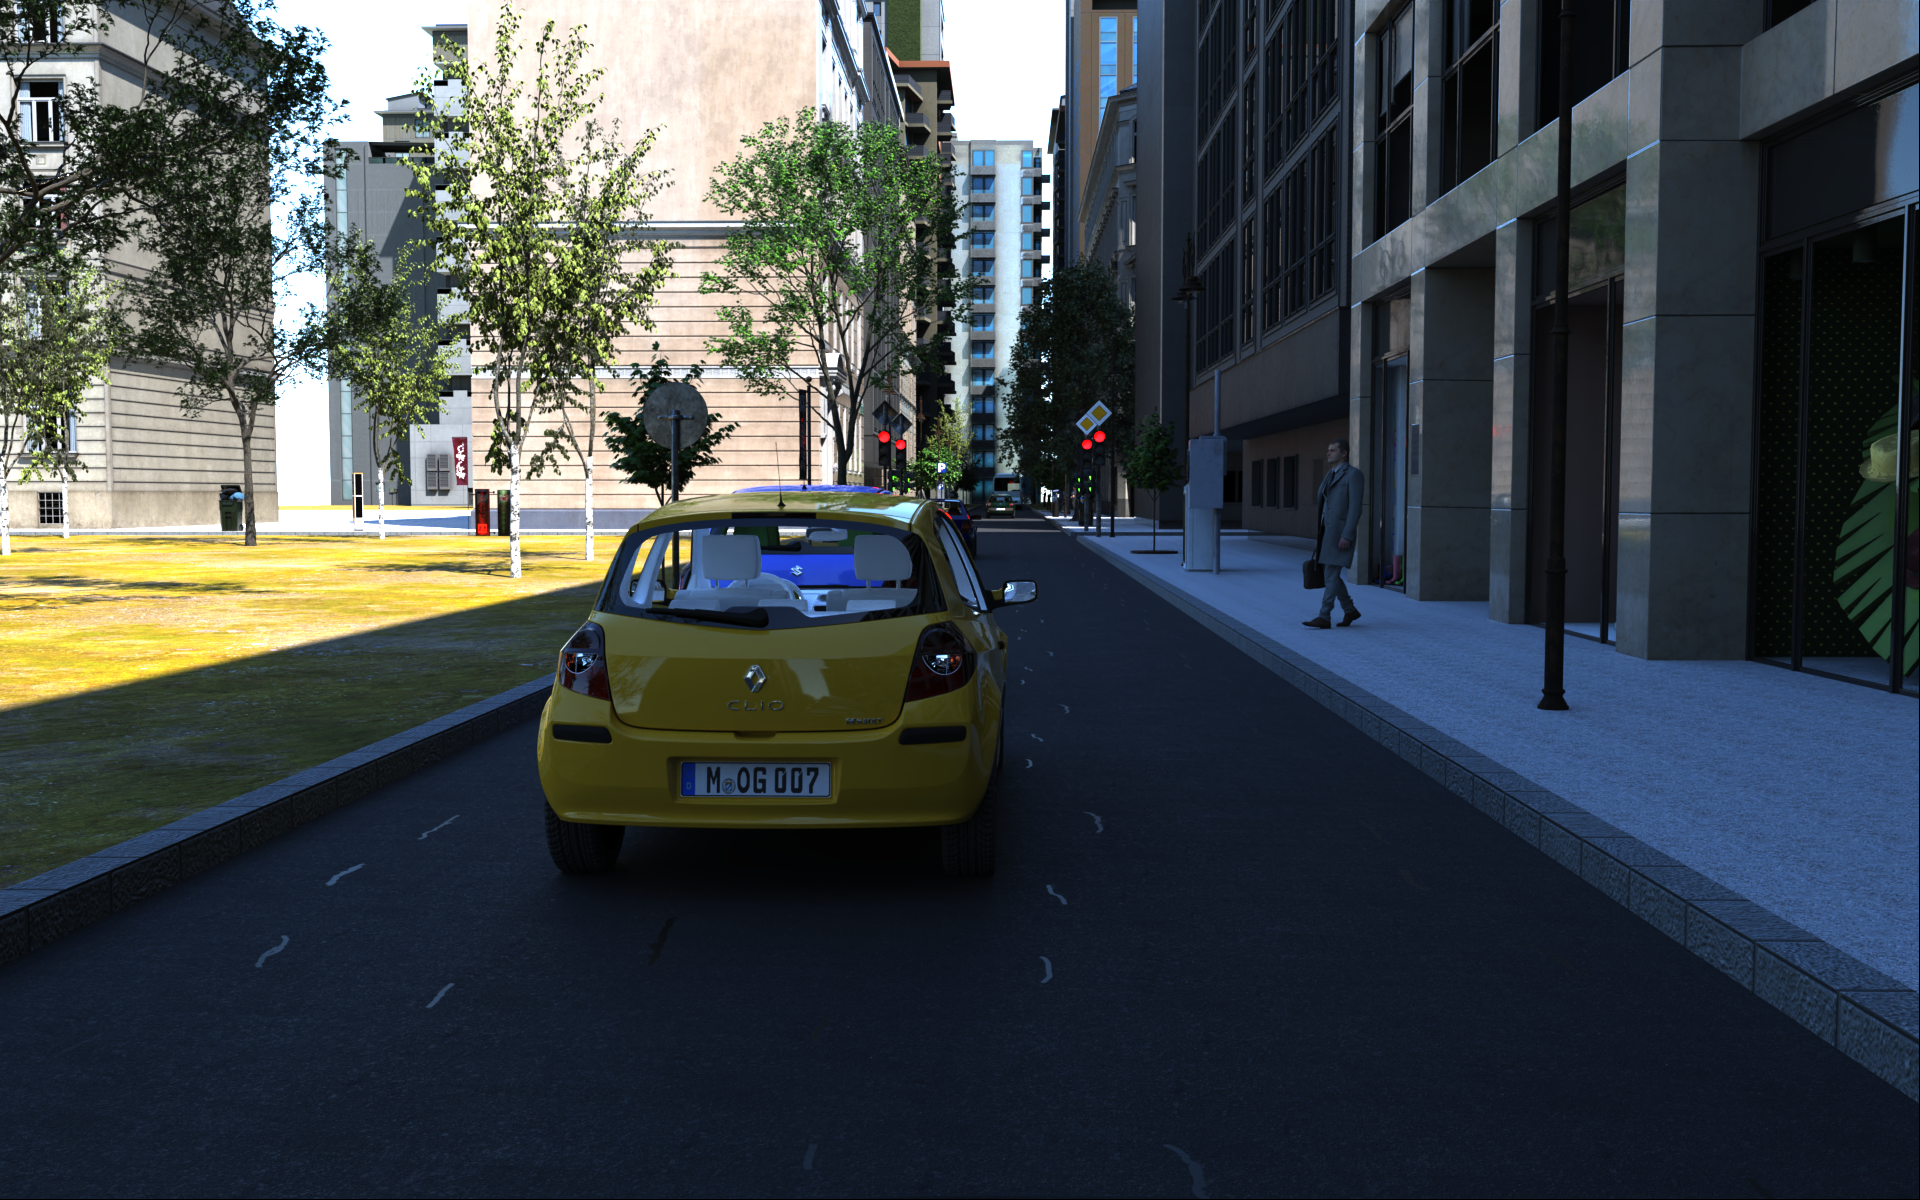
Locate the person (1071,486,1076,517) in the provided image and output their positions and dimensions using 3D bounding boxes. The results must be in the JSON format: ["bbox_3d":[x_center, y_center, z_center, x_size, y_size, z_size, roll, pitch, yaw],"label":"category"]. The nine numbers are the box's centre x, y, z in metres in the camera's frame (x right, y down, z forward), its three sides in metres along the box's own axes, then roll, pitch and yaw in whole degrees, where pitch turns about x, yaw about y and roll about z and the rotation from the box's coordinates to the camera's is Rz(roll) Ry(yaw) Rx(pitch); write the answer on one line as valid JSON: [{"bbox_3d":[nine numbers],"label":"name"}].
[{"bbox_3d":[6.425,-5.585,97.550,0.606,1.804,0.583,3,5,44],"label":"person"}]

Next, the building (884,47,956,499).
[{"bbox_3d":[-11.646,-31.714,173.156,22.147,44.769,28.867,0,4,2],"label":"building"}]

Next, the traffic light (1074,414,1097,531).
[{"bbox_3d":[4.346,-4.330,59.724,0.839,4.253,0.868,0,4,2],"label":"traffic light"}]

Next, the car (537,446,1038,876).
[{"bbox_3d":[-0.644,0.139,7.955,2.015,1.641,3.980,0,4,2],"label":"car"}]

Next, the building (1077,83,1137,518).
[{"bbox_3d":[16.938,-20.537,112.201,17.030,29.872,44.131,0,4,2],"label":"building"}]

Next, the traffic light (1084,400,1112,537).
[{"bbox_3d":[4.130,-3.842,51.741,0.839,4.253,0.868,0,4,2],"label":"traffic light"}]

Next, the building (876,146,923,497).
[{"bbox_3d":[-9.251,-19.622,118.079,12.463,27.353,25.104,0,4,2],"label":"building"}]

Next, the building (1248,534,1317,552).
[{"bbox_3d":[13.166,-14.852,36.331,14.314,27.812,24.014,0,4,2],"label":"building"}]

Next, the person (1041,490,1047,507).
[{"bbox_3d":[8.222,-10.019,170.649,0.742,1.727,0.445,2,4,31],"label":"person"}]

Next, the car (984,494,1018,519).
[{"bbox_3d":[2.394,-5.652,102.200,2.009,1.686,4.222,0,4,1],"label":"car"}]

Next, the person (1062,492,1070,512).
[{"bbox_3d":[7.390,-6.988,120.973,0.731,1.740,0.598,-2,4,-25],"label":"person"}]

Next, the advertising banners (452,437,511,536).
[{"bbox_3d":[-14.563,-3.466,52.863,2.074,3.025,0.090,1,4,16],"label":"advertising banners"}]

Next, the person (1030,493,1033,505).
[{"bbox_3d":[8.386,-11.885,203.620,0.557,1.426,1.065,-1,4,-9],"label":"person"}]

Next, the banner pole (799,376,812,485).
[{"bbox_3d":[-3.266,-2.852,36.655,0.401,3.779,0.863,1,4,15],"label":"banner pole"}]

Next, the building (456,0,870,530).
[{"bbox_3d":[-10.903,-17.444,71.111,13.634,28.700,20.117,0,4,2],"label":"building"}]

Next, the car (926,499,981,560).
[{"bbox_3d":[-0.494,-1.630,39.232,1.945,1.354,3.894,0,4,1],"label":"car"}]

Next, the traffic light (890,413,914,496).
[{"bbox_3d":[-2.013,-4.340,59.879,0.839,4.253,0.868,0,4,2],"label":"traffic light"}]

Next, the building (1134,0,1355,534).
[{"bbox_3d":[19.294,-16.756,67.474,24.014,27.812,14.314,0,4,2],"label":"building"}]

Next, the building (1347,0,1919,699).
[{"bbox_3d":[14.762,-12.391,7.116,19.350,26.468,34.151,0,4,2],"label":"building"}]

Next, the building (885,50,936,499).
[{"bbox_3d":[-17.727,-27.840,147.068,32.217,40.220,23.993,0,4,2],"label":"building"}]

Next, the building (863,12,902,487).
[{"bbox_3d":[-10.919,-18.354,93.587,14.314,27.812,24.014,0,4,2],"label":"building"}]

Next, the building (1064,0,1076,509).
[{"bbox_3d":[20.440,-38.054,164.178,21.231,58.520,28.212,0,4,2],"label":"building"}]

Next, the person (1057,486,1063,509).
[{"bbox_3d":[6.277,-6.417,111.307,0.623,1.781,0.721,-1,4,-17],"label":"person"}]

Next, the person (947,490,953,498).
[{"bbox_3d":[-0.806,-8.532,145.558,0.705,1.822,1.348,-1,4,-20],"label":"person"}]

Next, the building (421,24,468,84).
[{"bbox_3d":[-44.091,-37.086,195.589,27.495,52.752,28.713,0,4,2],"label":"building"}]

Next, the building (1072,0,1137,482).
[{"bbox_3d":[16.508,-30.149,143.053,14.600,45.320,14.200,0,4,2],"label":"building"}]

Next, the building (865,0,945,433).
[{"bbox_3d":[-15.986,-40.152,198.477,28.212,58.520,21.231,0,4,2],"label":"building"}]

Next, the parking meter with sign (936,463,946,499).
[{"bbox_3d":[-1.077,-6.204,97.700,0.543,3.016,1.738,0,4,-3],"label":"parking meter with sign"}]

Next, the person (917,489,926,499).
[{"bbox_3d":[-2.447,-6.437,111.681,0.661,1.777,0.834,2,4,35],"label":"person"}]

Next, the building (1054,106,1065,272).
[{"bbox_3d":[21.687,-32.941,193.216,22.147,44.769,28.867,0,4,2],"label":"building"}]

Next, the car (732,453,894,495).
[{"bbox_3d":[-1.032,-0.188,12.662,1.945,1.707,3.694,0,4,0],"label":"car"}]

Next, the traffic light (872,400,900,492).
[{"bbox_3d":[-2.229,-3.852,51.897,0.839,4.253,0.868,0,4,2],"label":"traffic light"}]

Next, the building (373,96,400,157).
[{"bbox_3d":[-60.321,-39.509,235.202,27.495,52.752,28.713,0,4,2],"label":"building"}]

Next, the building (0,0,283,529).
[{"bbox_3d":[-45.045,-14.499,70.340,30.059,22.955,16.112,0,4,2],"label":"building"}]

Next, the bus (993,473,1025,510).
[{"bbox_3d":[4.512,-10.139,160.629,2.948,3.499,13.247,0,4,3],"label":"bus"}]

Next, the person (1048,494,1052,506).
[{"bbox_3d":[9.745,-10.945,188.188,0.628,1.438,0.799,-1,4,-10],"label":"person"}]

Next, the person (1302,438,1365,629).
[{"bbox_3d":[3.573,-0.639,16.596,0.767,1.812,0.694,-1,4,-19],"label":"person"}]

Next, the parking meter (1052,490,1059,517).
[{"bbox_3d":[5.306,-5.361,96.059,0.372,1.533,0.369,0,3,0],"label":"parking meter"}]

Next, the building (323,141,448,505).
[{"bbox_3d":[-64.937,-31.793,203.407,14.086,41.232,14.154,0,4,2],"label":"building"}]

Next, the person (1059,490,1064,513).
[{"bbox_3d":[6.628,-6.680,115.600,0.601,1.785,0.444,0,4,5],"label":"person"}]
